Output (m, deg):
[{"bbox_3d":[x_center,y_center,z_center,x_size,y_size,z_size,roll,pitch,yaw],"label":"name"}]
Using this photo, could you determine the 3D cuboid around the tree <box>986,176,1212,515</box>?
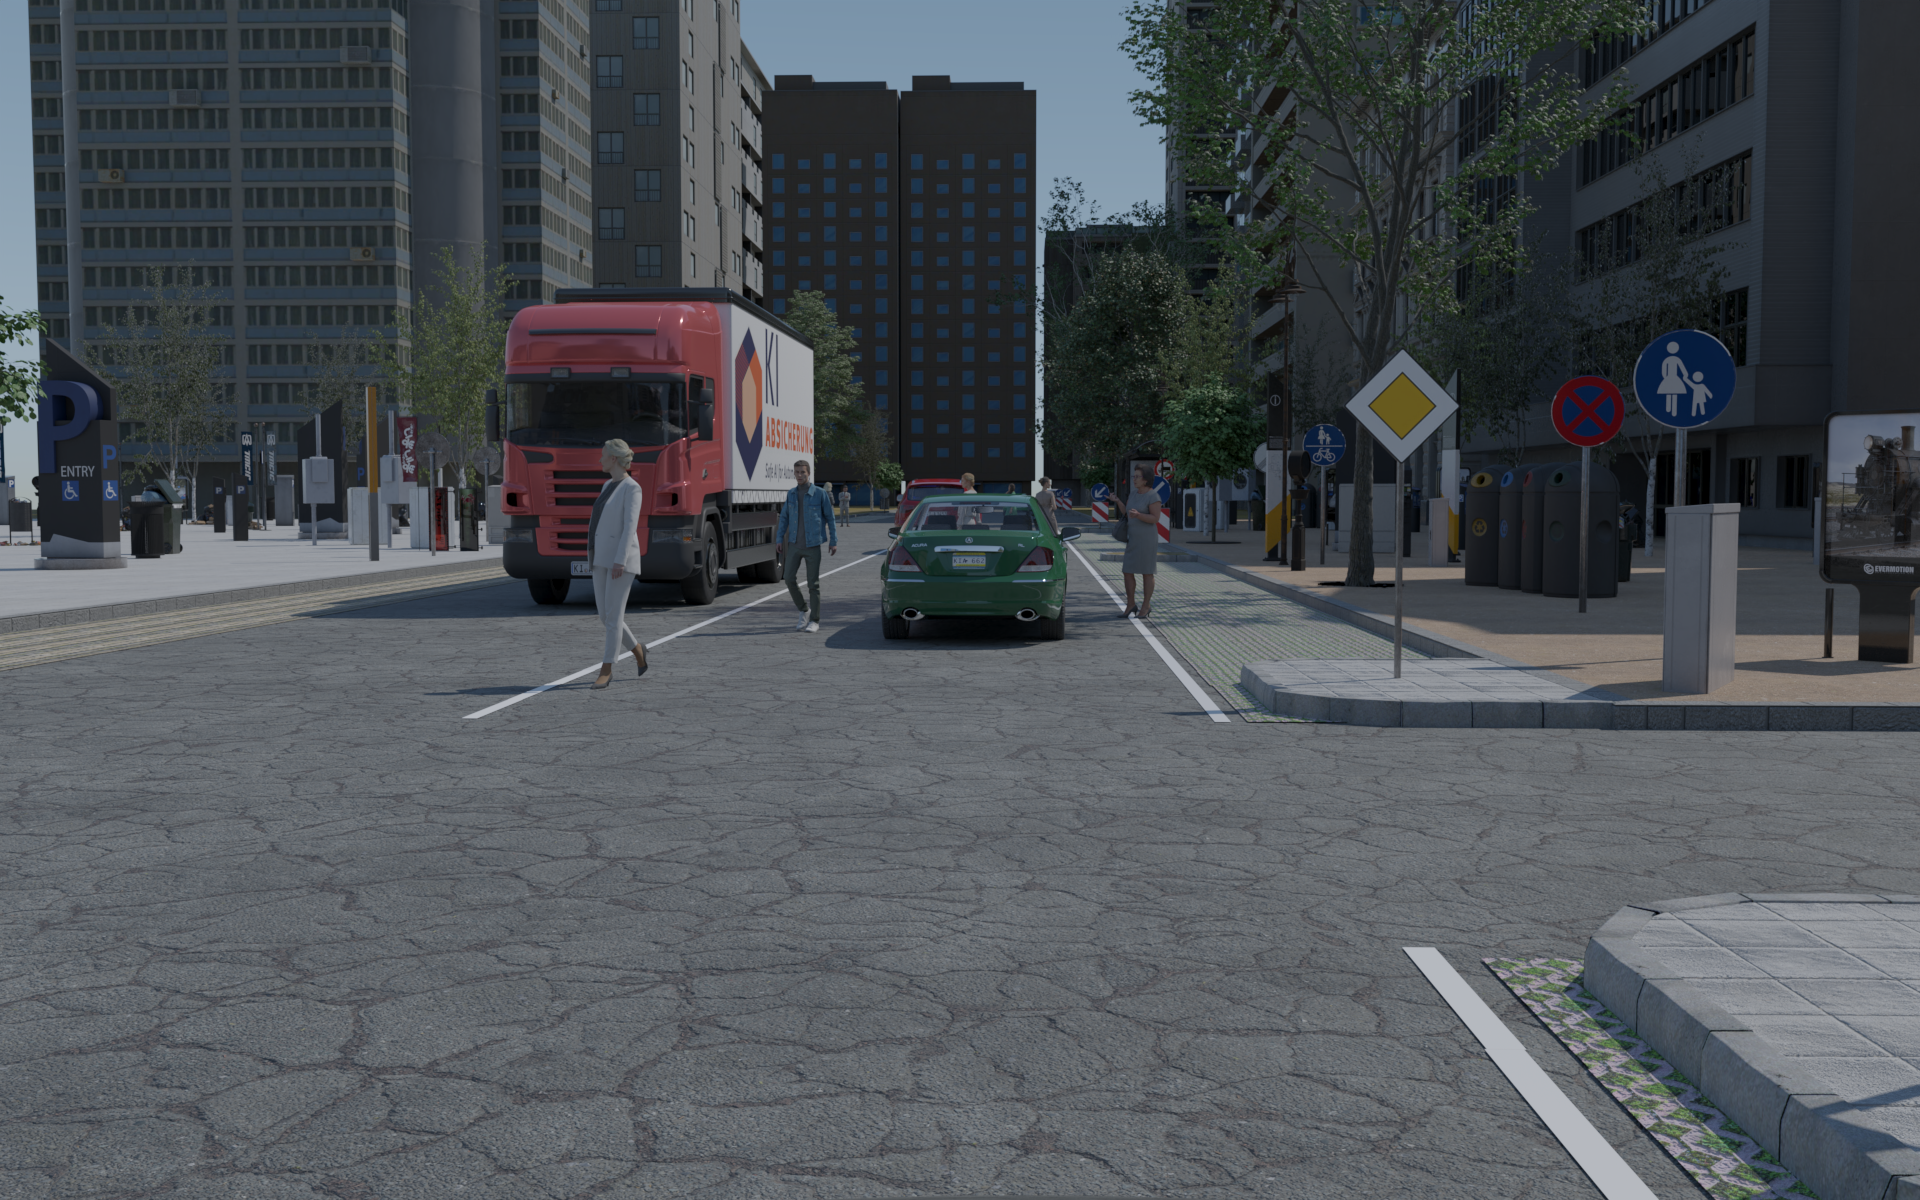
[{"bbox_3d":[8.375,-15.190,104.238,12.611,20.169,13.585,0,3,0],"label":"tree"}]

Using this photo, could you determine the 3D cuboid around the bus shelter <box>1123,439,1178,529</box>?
[{"bbox_3d":[7.446,-4.462,66.872,2.014,3.302,5.546,0,4,2],"label":"bus shelter"}]

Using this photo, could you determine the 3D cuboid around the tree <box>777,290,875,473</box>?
[{"bbox_3d":[-8.601,-10.889,96.159,7.486,12.596,7.792,0,3,0],"label":"tree"}]

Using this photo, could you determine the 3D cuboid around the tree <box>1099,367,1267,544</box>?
[{"bbox_3d":[6.536,-3.753,45.082,4.285,4.588,4.351,0,3,0],"label":"tree"}]

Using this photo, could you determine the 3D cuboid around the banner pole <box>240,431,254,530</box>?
[{"bbox_3d":[-24.959,-4.343,61.026,0.401,3.779,0.863,2,4,29],"label":"banner pole"}]

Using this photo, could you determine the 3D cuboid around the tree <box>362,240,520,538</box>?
[{"bbox_3d":[-14.609,-6.088,49.909,4.737,8.622,4.395,0,3,0],"label":"tree"}]

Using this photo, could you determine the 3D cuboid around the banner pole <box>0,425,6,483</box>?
[{"bbox_3d":[-27.059,-3.576,48.492,0.401,3.779,0.863,1,4,18],"label":"banner pole"}]

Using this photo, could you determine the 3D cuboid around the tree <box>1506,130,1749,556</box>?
[{"bbox_3d":[14.188,-5.222,35.741,4.360,8.622,3.978,0,3,0],"label":"tree"}]

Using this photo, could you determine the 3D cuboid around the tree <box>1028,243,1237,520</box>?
[{"bbox_3d":[7.795,-9.929,79.340,9.611,12.733,9.660,0,3,0],"label":"tree"}]

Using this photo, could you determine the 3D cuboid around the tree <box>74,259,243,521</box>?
[{"bbox_3d":[-24.717,-6.319,53.685,4.360,8.622,3.978,0,3,0],"label":"tree"}]

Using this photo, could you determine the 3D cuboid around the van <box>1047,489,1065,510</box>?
[{"bbox_3d":[7.953,-8.576,147.226,2.013,2.044,4.112,0,4,2],"label":"van"}]

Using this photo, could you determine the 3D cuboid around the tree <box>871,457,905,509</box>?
[{"bbox_3d":[-6.523,-10.400,153.747,4.285,4.588,4.351,0,3,0],"label":"tree"}]

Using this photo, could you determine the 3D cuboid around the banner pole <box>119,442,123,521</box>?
[{"bbox_3d":[-40.640,-5.722,83.579,0.401,3.779,0.863,1,4,11],"label":"banner pole"}]

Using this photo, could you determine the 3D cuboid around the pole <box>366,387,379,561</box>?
[{"bbox_3d":[-11.230,-2.401,33.107,0.158,3.312,0.155,0,3,0],"label":"pole"}]

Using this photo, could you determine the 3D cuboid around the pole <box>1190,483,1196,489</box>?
[{"bbox_3d":[8.268,-4.134,61.433,0.158,3.312,0.155,0,3,0],"label":"pole"}]

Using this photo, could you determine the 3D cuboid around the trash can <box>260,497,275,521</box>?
[{"bbox_3d":[-33.401,-4.400,83.585,0.748,1.137,0.748,0,3,0],"label":"trash can"}]

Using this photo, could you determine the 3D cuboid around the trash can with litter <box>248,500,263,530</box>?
[{"bbox_3d":[-25.608,-3.129,62.546,1.055,1.170,0.624,2,4,28],"label":"trash can with litter"}]

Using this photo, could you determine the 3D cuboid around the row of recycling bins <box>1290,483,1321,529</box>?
[{"bbox_3d":[13.335,-3.536,64.924,3.534,1.692,1.069,2,4,33],"label":"row of recycling bins"}]

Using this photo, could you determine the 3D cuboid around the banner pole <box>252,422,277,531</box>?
[{"bbox_3d":[-24.111,-4.306,60.420,0.863,3.779,0.401,2,4,28],"label":"banner pole"}]

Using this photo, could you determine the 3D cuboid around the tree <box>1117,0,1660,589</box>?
[{"bbox_3d":[5.722,-5.989,23.680,9.928,11.665,9.643,0,3,0],"label":"tree"}]

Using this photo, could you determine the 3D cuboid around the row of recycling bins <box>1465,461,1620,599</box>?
[{"bbox_3d":[7.688,-0.969,22.959,1.069,1.692,3.534,0,4,-4],"label":"row of recycling bins"}]

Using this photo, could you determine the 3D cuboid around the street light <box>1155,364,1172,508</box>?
[{"bbox_3d":[6.872,-5.258,58.759,0.468,5.910,1.993,0,4,2],"label":"street light"}]

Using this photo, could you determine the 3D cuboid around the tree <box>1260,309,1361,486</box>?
[{"bbox_3d":[14.076,-7.266,69.158,4.360,8.622,3.978,0,3,0],"label":"tree"}]

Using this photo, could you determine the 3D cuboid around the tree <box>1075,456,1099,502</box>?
[{"bbox_3d":[10.691,-9.328,136.221,4.285,4.588,4.351,0,3,0],"label":"tree"}]

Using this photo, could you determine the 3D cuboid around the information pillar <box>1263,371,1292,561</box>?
[{"bbox_3d":[6.056,-2.547,32.995,0.504,3.616,0.183,-1,4,-12],"label":"information pillar"}]

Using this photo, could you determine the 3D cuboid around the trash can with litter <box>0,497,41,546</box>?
[{"bbox_3d":[-23.778,-1.962,43.143,2.233,1.210,1.678,-1,4,-10],"label":"trash can with litter"}]

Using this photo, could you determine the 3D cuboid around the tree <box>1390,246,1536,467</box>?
[{"bbox_3d":[14.918,-6.209,51.880,4.737,8.622,4.395,0,3,0],"label":"tree"}]

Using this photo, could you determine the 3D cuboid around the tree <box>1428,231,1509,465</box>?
[{"bbox_3d":[14.845,-5.900,46.825,4.360,8.622,3.978,0,3,0],"label":"tree"}]

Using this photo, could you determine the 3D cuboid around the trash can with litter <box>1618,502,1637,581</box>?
[{"bbox_3d":[9.395,-0.863,25.494,0.624,1.170,1.055,-3,5,-39],"label":"trash can with litter"}]

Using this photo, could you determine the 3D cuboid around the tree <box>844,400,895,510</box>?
[{"bbox_3d":[-7.035,-11.308,135.244,4.360,8.622,3.978,0,3,0],"label":"tree"}]

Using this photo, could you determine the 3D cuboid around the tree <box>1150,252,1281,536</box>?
[{"bbox_3d":[7.644,-6.277,52.993,4.737,8.622,4.395,0,3,0],"label":"tree"}]

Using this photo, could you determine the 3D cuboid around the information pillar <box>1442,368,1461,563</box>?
[{"bbox_3d":[9.221,-2.518,32.520,0.183,3.616,0.504,-1,4,-15],"label":"information pillar"}]

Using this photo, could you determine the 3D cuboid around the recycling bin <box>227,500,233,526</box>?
[{"bbox_3d":[-29.226,-3.516,70.038,0.722,1.027,0.722,-2,4,-27],"label":"recycling bin"}]

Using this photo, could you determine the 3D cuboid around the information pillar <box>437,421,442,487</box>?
[{"bbox_3d":[-16.708,-3.933,55.667,0.183,3.616,0.504,-1,4,-11],"label":"information pillar"}]

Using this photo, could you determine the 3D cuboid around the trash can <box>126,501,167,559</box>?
[{"bbox_3d":[-16.194,-1.398,34.505,0.748,1.137,0.748,0,3,0],"label":"trash can"}]

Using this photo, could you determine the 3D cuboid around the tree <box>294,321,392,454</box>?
[{"bbox_3d":[-26.613,-7.586,74.390,4.360,8.622,3.978,0,3,0],"label":"tree"}]

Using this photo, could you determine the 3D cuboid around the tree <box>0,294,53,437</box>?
[{"bbox_3d":[-11.972,-2.156,18.967,4.285,4.588,4.351,0,3,0],"label":"tree"}]

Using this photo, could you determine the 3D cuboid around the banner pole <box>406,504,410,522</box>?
[{"bbox_3d":[-25.707,-5.561,80.931,0.401,3.779,0.863,2,4,24],"label":"banner pole"}]

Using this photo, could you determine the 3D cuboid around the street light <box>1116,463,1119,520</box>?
[{"bbox_3d":[7.820,-6.913,85.816,0.468,5.910,1.993,0,4,2],"label":"street light"}]

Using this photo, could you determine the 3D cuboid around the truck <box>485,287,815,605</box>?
[{"bbox_3d":[-4.176,-2.259,25.849,2.839,4.237,11.283,0,4,3],"label":"truck"}]
